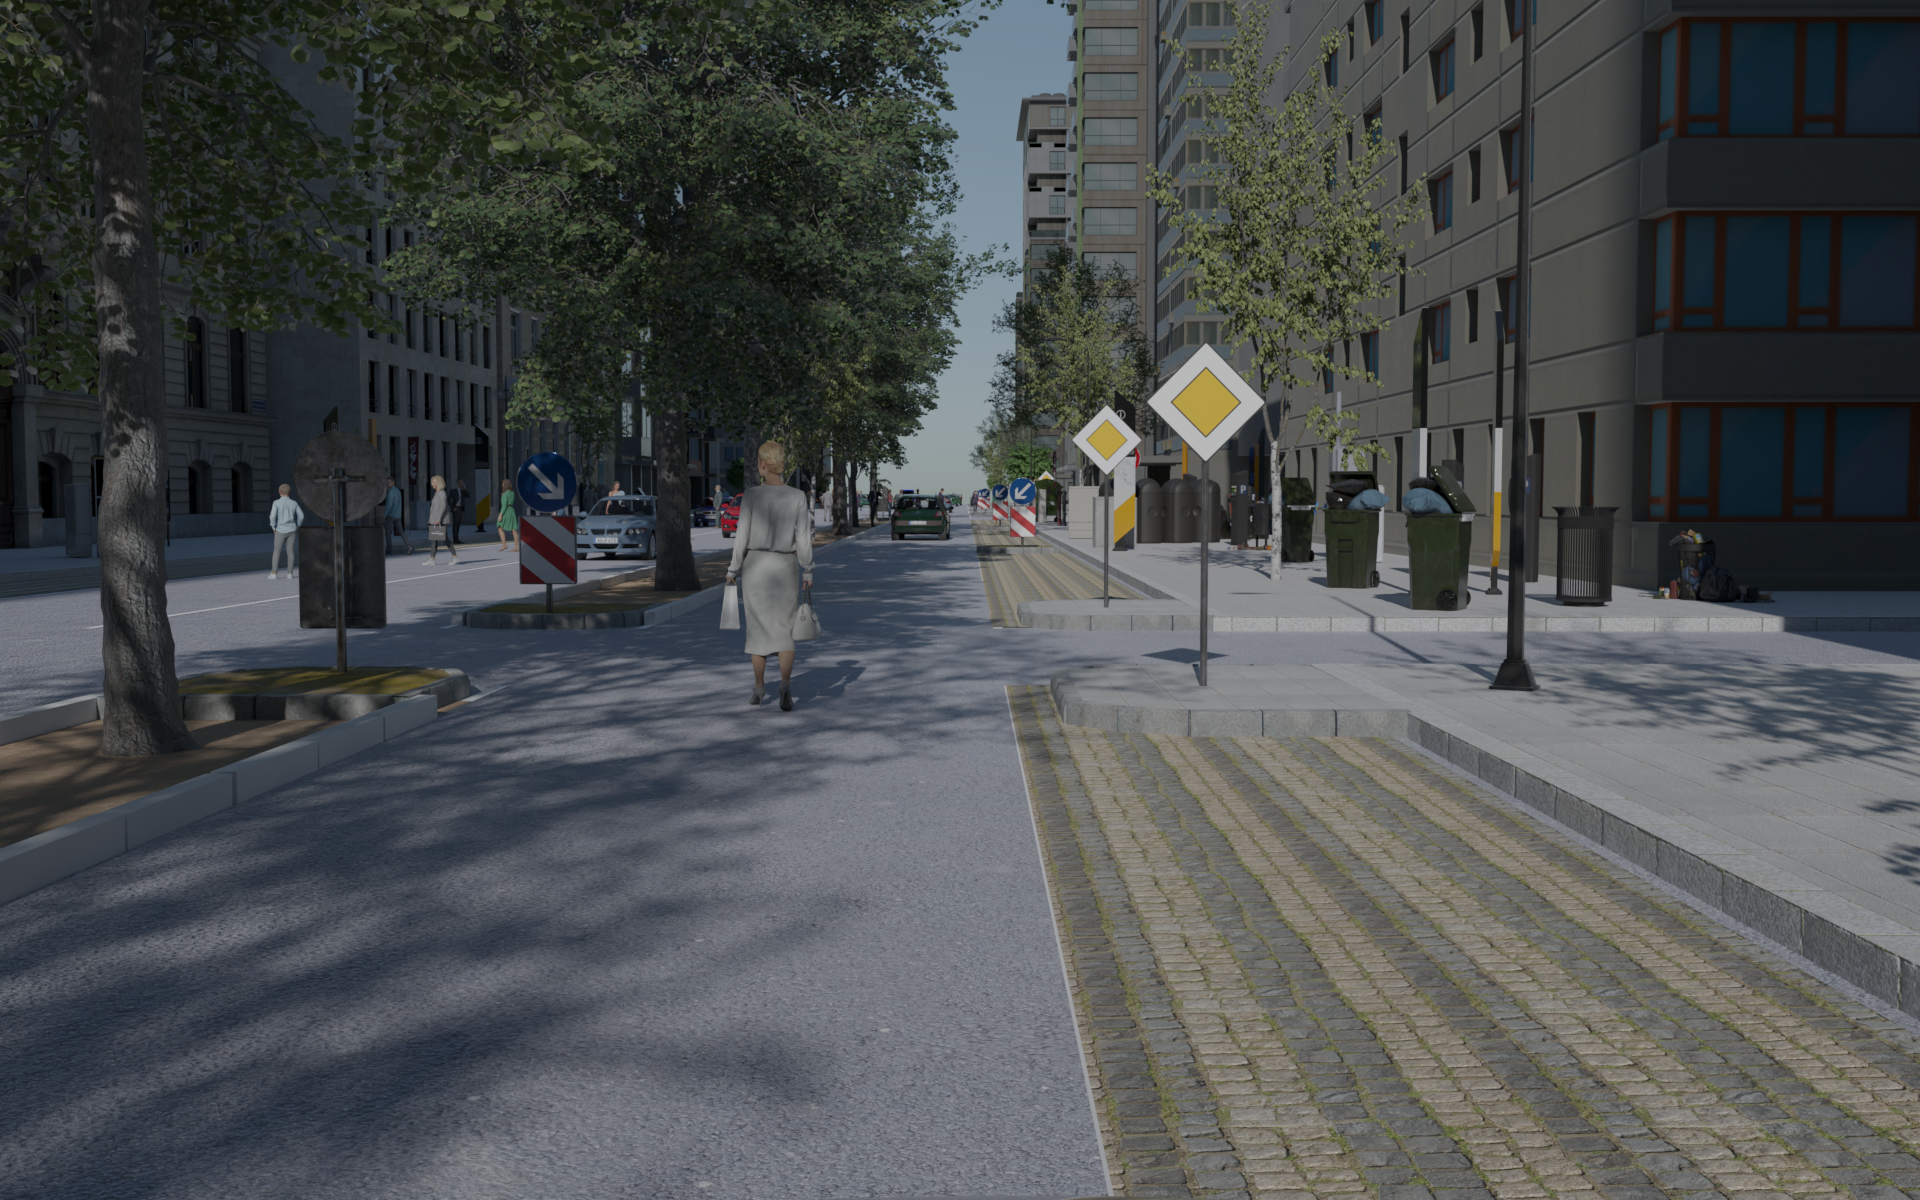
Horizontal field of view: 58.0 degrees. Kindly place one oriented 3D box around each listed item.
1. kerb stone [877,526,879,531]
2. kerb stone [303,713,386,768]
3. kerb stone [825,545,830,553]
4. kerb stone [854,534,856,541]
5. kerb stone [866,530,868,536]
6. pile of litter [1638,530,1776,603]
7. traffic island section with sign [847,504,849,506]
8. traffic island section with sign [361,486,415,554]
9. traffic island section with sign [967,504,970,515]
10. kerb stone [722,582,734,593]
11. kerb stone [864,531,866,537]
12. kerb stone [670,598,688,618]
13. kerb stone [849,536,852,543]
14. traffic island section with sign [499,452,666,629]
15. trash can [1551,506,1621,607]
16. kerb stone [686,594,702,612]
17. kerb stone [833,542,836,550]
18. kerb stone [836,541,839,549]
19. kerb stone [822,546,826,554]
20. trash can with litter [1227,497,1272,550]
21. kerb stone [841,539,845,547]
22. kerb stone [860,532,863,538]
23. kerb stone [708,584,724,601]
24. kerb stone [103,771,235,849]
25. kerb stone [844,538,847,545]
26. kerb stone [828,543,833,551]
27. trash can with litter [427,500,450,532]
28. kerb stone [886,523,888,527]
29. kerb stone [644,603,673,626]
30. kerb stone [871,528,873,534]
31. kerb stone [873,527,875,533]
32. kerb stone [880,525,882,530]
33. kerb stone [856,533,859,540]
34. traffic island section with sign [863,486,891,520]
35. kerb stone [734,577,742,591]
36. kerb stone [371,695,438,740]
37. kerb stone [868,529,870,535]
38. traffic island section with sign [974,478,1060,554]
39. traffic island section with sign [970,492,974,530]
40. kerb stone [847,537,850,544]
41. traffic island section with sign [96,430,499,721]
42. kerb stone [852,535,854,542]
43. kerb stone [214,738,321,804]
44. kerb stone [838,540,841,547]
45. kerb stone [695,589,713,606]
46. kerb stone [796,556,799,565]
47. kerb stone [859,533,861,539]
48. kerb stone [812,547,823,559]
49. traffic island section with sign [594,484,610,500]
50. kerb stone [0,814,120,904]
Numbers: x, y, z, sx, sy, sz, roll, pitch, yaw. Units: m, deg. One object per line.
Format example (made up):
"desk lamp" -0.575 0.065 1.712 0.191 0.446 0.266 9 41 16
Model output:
"kerb stone" -3.248 -2.647 65.467 0.120 0.150 1.000 0 4 0
"kerb stone" -3.402 0.775 9.532 0.120 0.150 1.000 0 4 0
"kerb stone" -3.313 -1.201 41.893 0.120 0.150 1.000 0 4 0
"kerb stone" -3.288 -1.832 52.148 0.120 0.150 1.000 0 4 0
"kerb stone" -3.266 -2.208 58.303 0.120 0.150 1.000 0 4 0
"pile of litter" 9.093 -0.435 21.082 1.176 0.858 1.719 -1 4 -14
"traffic island section with sign" -13.856 -13.394 227.627 1.989 1.847 2.006 0 4 0
"traffic island section with sign" -14.357 -2.038 41.955 1.989 1.847 2.006 0 4 0
"traffic island section with sign" 1.625 -6.756 119.086 1.989 1.847 2.006 0 4 0
"kerb stone" -3.360 -0.140 24.485 0.120 0.150 1.000 0 4 0
"kerb stone" -3.265 -2.136 57.272 0.120 0.150 1.000 0 4 0
"kerb stone" -3.369 0.111 20.385 0.120 0.150 1.000 0 4 0
"kerb stone" -3.293 -1.705 50.096 0.120 0.150 1.000 0 4 0
"traffic island section with sign" -4.429 -0.681 19.263 2.006 1.907 1.989 0 4 0
"trash can" 7.154 -0.500 19.834 0.748 1.137 0.748 0 3 0
"kerb stone" -3.359 0.056 21.414 0.120 0.150 1.000 0 4 0
"kerb stone" -3.308 -1.330 43.943 0.120 0.150 1.000 0 4 0
"kerb stone" -3.303 -1.390 44.965 0.120 0.150 1.000 0 4 0
"kerb stone" -3.319 -1.140 40.868 0.120 0.150 1.000 0 4 0
"trash can with litter" 6.931 -1.779 40.151 1.678 1.210 2.233 -1 4 -14
"kerb stone" -3.292 -1.518 47.017 0.120 0.150 1.000 0 4 0
"kerb stone" -3.267 -2.020 55.228 0.120 0.150 1.000 0 4 0
"kerb stone" -3.361 -0.077 23.460 0.120 0.150 1.000 0 4 0
"kerb stone" -3.411 0.904 7.473 0.120 0.150 1.000 0 4 0
"kerb stone" -3.298 -1.581 48.046 0.120 0.150 1.000 0 4 0
"kerb stone" -3.308 -1.268 42.921 0.120 0.150 1.000 0 4 0
"trash can with litter" -17.654 -2.888 58.610 0.624 1.170 1.055 0 4 -4
"kerb stone" -3.221 -3.085 72.643 0.120 0.150 1.000 0 4 0
"kerb stone" -3.378 0.174 19.357 0.120 0.150 1.000 0 4 0
"kerb stone" -3.252 -2.388 61.379 0.120 0.150 1.000 0 4 0
"kerb stone" -3.255 -2.459 62.401 0.120 0.150 1.000 0 4 0
"kerb stone" -3.232 -2.771 67.518 0.120 0.150 1.000 0 4 0
"kerb stone" -3.278 -1.894 53.178 0.120 0.150 1.000 0 4 0
"traffic island section with sign" -4.232 -5.276 94.402 2.006 1.907 1.989 0 4 0
"kerb stone" -3.358 -0.203 25.507 0.120 0.150 1.000 0 4 0
"kerb stone" -3.400 0.711 10.566 0.120 0.150 1.000 0 4 0
"kerb stone" -3.270 -2.271 59.332 0.120 0.150 1.000 0 4 0
"traffic island section with sign" 1.401 -2.062 42.335 1.989 1.847 2.006 0 4 0
"traffic island section with sign" 1.489 -3.710 69.290 1.989 1.847 2.006 0 4 0
"kerb stone" -3.290 -1.644 49.068 0.120 0.150 1.000 0 4 0
"traffic island section with sign" -4.460 -0.227 11.856 2.006 1.907 1.989 0 4 0
"kerb stone" -3.285 -1.766 51.126 0.120 0.150 1.000 0 4 0
"kerb stone" -3.400 0.837 8.504 0.120 0.150 1.000 0 4 0
"kerb stone" -3.310 -1.455 45.987 0.120 0.150 1.000 0 4 0
"kerb stone" -3.363 -0.012 22.436 0.120 0.150 1.000 0 4 0
"kerb stone" -3.325 -0.890 36.778 0.120 0.150 1.000 0 4 0
"kerb stone" -3.276 -1.954 54.206 0.120 0.150 1.000 0 4 0
"kerb stone" -3.314 -1.071 39.847 0.120 0.150 1.000 0 4 0
"traffic island section with sign" -14.290 -3.687 68.910 1.989 1.847 2.006 0 4 0
"kerb stone" -3.409 0.963 6.444 0.120 0.150 1.000 0 4 0
